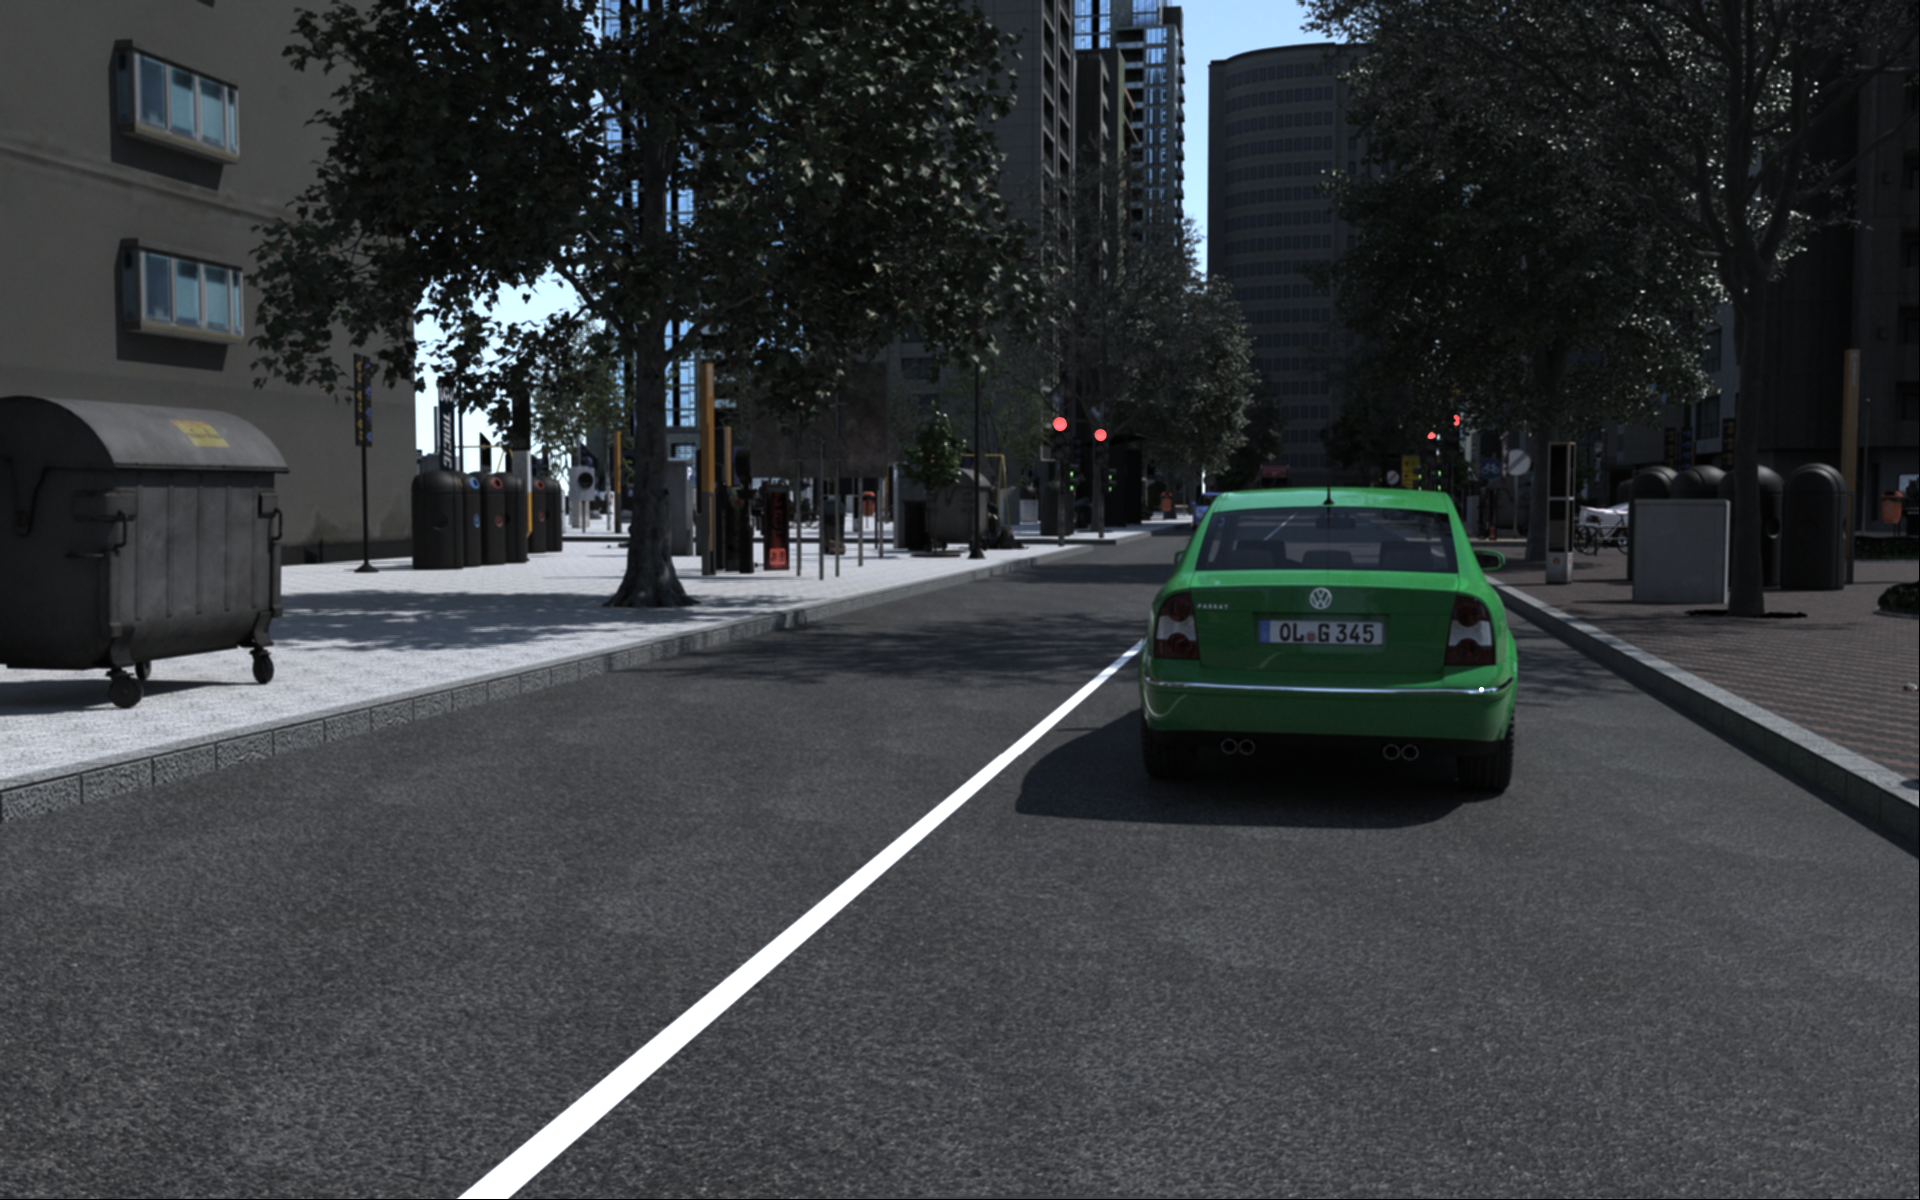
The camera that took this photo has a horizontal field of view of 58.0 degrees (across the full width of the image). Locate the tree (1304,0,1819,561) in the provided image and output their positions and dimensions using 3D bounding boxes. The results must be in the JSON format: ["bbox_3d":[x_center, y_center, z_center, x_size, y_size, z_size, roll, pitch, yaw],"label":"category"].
[{"bbox_3d":[11.164,-7.731,33.054,9.857,13.997,8.962,0,3,0],"label":"tree"}]

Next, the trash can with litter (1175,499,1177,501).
[{"bbox_3d":[14.830,-6.739,121.567,0.624,1.170,1.055,1,4,18],"label":"trash can with litter"}]

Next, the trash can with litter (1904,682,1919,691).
[{"bbox_3d":[6.641,0.048,10.280,1.678,1.210,2.233,-1,4,-8],"label":"trash can with litter"}]

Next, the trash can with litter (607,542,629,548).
[{"bbox_3d":[-7.712,-1.884,41.854,1.678,1.210,2.233,-1,4,-22],"label":"trash can with litter"}]

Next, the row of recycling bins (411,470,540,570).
[{"bbox_3d":[-8.771,-1.458,30.949,1.069,1.692,3.534,1,4,9],"label":"row of recycling bins"}]

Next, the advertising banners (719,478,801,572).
[{"bbox_3d":[-3.111,-2.009,29.037,2.074,3.025,0.090,-3,4,-38],"label":"advertising banners"}]

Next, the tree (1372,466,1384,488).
[{"bbox_3d":[26.360,-6.942,108.110,1.663,3.219,1.824,0,3,0],"label":"tree"}]

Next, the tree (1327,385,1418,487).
[{"bbox_3d":[31.850,-11.984,130.359,7.601,10.594,8.767,1,4,14],"label":"tree"}]

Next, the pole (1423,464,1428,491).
[{"bbox_3d":[15.142,-3.816,56.240,0.158,3.312,0.155,0,3,0],"label":"pole"}]

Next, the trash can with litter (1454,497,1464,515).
[{"bbox_3d":[34.243,-6.650,120.117,1.055,1.170,0.624,0,4,-4],"label":"trash can with litter"}]

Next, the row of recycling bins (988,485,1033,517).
[{"bbox_3d":[2.768,-4.625,82.734,3.534,1.692,1.069,1,4,18],"label":"row of recycling bins"}]

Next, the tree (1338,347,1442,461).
[{"bbox_3d":[29.112,-11.659,116.380,9.928,11.665,9.643,0,3,0],"label":"tree"}]

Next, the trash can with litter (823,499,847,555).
[{"bbox_3d":[-2.611,-1.556,36.829,0.624,1.170,1.055,-1,4,-15],"label":"trash can with litter"}]

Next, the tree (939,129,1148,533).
[{"bbox_3d":[4.647,-9.021,57.864,12.009,13.543,11.850,0,3,0],"label":"tree"}]

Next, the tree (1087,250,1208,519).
[{"bbox_3d":[10.788,-11.160,89.114,9.857,13.997,8.962,0,3,0],"label":"tree"}]

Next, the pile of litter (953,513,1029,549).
[{"bbox_3d":[0.719,-1.629,40.595,1.719,0.858,1.176,1,4,23],"label":"pile of litter"}]

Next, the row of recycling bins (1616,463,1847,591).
[{"bbox_3d":[10.900,-1.065,24.518,1.069,1.692,3.534,-2,4,-24],"label":"row of recycling bins"}]

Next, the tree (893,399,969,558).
[{"bbox_3d":[-0.640,-2.496,35.407,1.663,3.219,1.824,0,3,0],"label":"tree"}]

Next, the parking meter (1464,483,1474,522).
[{"bbox_3d":[23.681,-4.579,80.572,0.399,1.863,0.255,0,4,-7],"label":"parking meter"}]

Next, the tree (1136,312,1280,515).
[{"bbox_3d":[13.972,-11.445,105.254,7.486,12.596,7.792,0,3,0],"label":"tree"}]

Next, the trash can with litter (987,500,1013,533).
[{"bbox_3d":[1.137,-2.603,53.952,1.055,1.170,0.624,1,4,12],"label":"trash can with litter"}]

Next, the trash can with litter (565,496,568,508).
[{"bbox_3d":[-27.723,-6.677,120.561,1.055,1.170,0.624,3,5,43],"label":"trash can with litter"}]

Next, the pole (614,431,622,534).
[{"bbox_3d":[-11.133,-3.820,56.308,0.158,3.312,0.155,0,3,0],"label":"pole"}]

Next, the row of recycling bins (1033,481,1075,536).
[{"bbox_3d":[3.031,-2.879,54.191,1.069,1.692,3.534,0,4,6],"label":"row of recycling bins"}]

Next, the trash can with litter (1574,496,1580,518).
[{"bbox_3d":[30.602,-4.537,85.240,2.233,1.210,1.678,-3,5,-42],"label":"trash can with litter"}]

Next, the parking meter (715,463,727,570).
[{"bbox_3d":[-4.162,-1.447,29.365,0.399,1.863,0.255,0,4,4],"label":"parking meter"}]

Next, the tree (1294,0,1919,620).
[{"bbox_3d":[8.242,-6.580,17.953,12.009,13.543,11.850,0,3,0],"label":"tree"}]

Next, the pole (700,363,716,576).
[{"bbox_3d":[-3.948,-2.036,27.129,0.158,3.312,0.155,0,3,0],"label":"pole"}]

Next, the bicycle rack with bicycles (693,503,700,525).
[{"bbox_3d":[-11.863,-3.562,71.626,2.852,0.926,2.925,0,4,5],"label":"bicycle rack with bicycles"}]

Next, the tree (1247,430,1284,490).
[{"bbox_3d":[31.451,-15.482,187.540,8.767,10.594,7.601,3,4,36],"label":"tree"}]

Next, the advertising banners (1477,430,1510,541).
[{"bbox_3d":[14.780,-3.168,47.987,0.090,3.025,2.074,0,4,-5],"label":"advertising banners"}]

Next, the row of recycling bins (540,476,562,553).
[{"bbox_3d":[-9.510,-1.842,37.223,1.069,1.692,3.534,0,4,7],"label":"row of recycling bins"}]

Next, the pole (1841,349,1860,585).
[{"bbox_3d":[12.589,-1.877,24.532,0.158,3.312,0.155,0,3,0],"label":"pole"}]

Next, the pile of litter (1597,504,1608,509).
[{"bbox_3d":[28.207,-3.825,76.507,1.176,0.858,1.719,-1,4,-9],"label":"pile of litter"}]

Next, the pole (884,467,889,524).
[{"bbox_3d":[-3.201,-4.992,75.464,0.158,3.312,0.155,0,3,0],"label":"pole"}]

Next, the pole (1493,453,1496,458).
[{"bbox_3d":[26.231,-5.579,85.062,0.158,3.312,0.155,0,3,0],"label":"pole"}]

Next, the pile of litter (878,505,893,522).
[{"bbox_3d":[-3.339,-4.059,80.329,1.176,0.858,1.719,1,4,9],"label":"pile of litter"}]

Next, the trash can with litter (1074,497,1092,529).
[{"bbox_3d":[4.368,-3.203,63.751,1.055,1.170,0.624,-3,5,-44],"label":"trash can with litter"}]

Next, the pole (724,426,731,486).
[{"bbox_3d":[-7.001,-3.572,52.240,0.158,3.312,0.155,0,3,0],"label":"pole"}]

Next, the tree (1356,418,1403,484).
[{"bbox_3d":[34.740,-11.785,143.039,4.360,8.622,3.978,0,3,0],"label":"tree"}]

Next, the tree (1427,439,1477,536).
[{"bbox_3d":[14.904,-3.567,52.916,1.663,3.219,1.824,0,3,0],"label":"tree"}]

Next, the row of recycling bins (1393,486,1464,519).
[{"bbox_3d":[22.687,-4.702,83.991,3.534,1.692,1.069,0,4,-6],"label":"row of recycling bins"}]

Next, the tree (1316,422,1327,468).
[{"bbox_3d":[37.573,-13.827,160.485,8.767,10.594,7.601,-1,4,-13],"label":"tree"}]

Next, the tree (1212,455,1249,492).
[{"bbox_3d":[21.542,-9.418,137.697,4.285,4.588,4.351,0,3,0],"label":"tree"}]

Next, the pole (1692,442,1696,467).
[{"bbox_3d":[28.840,-4.549,68.214,0.158,3.312,0.155,0,3,0],"label":"pole"}]

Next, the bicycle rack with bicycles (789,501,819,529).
[{"bbox_3d":[-5.958,-3.115,64.320,2.925,0.926,2.852,0,4,-3],"label":"bicycle rack with bicycles"}]

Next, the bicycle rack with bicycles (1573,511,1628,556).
[{"bbox_3d":[13.306,-1.450,37.095,2.925,0.926,2.852,-2,4,-28],"label":"bicycle rack with bicycles"}]
